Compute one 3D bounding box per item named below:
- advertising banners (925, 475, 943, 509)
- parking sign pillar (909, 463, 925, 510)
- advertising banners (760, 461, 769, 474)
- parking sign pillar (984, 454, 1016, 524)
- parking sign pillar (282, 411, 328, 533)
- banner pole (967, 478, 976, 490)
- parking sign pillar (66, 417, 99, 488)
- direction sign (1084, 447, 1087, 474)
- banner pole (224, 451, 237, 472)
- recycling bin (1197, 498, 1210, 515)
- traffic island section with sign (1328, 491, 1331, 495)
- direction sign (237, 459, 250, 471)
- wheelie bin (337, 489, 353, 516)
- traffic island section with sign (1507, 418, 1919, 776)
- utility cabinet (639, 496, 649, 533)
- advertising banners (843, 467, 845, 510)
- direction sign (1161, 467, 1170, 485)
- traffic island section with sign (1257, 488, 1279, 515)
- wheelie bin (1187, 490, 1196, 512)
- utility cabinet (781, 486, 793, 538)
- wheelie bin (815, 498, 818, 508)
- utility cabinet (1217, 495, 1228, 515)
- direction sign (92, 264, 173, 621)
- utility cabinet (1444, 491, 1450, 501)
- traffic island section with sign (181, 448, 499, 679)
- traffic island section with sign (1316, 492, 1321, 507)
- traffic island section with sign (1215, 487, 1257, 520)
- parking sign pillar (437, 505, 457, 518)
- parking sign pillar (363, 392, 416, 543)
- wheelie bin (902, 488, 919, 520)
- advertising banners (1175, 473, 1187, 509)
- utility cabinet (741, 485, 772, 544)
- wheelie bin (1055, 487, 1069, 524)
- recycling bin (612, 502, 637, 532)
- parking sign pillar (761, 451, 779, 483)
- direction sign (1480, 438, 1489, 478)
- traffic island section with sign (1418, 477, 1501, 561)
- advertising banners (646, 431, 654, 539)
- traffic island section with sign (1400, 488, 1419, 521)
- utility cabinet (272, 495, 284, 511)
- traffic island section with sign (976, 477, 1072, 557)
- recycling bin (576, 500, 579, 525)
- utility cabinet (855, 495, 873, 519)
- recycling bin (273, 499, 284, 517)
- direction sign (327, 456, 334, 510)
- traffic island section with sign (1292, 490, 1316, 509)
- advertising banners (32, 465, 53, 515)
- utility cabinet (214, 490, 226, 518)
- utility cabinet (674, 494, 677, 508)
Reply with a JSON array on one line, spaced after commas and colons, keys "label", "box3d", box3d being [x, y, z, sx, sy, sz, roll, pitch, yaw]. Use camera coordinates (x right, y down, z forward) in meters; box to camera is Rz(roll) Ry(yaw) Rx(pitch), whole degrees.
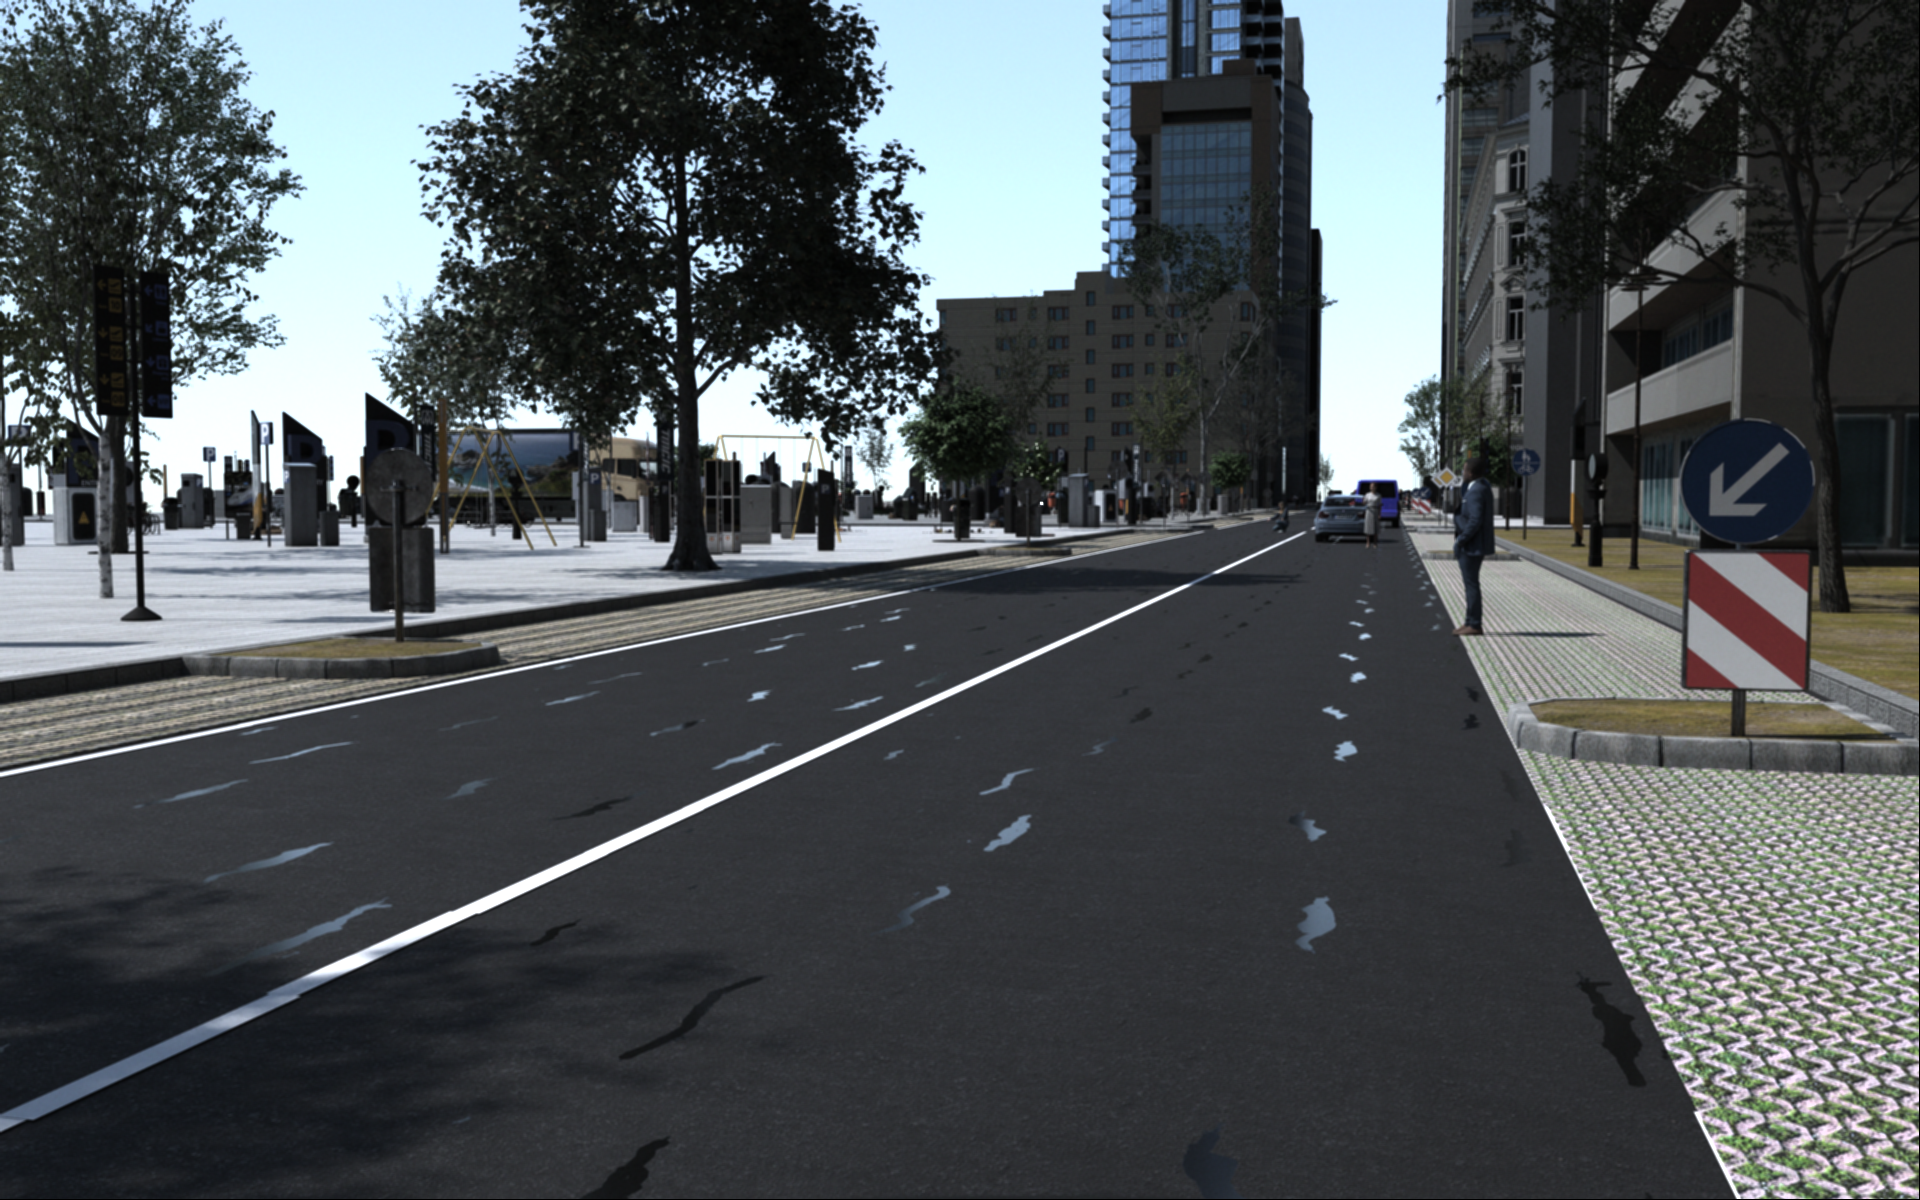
[{"label": "advertising banners", "box3d": [-2.114, -9.059, 144.303, 2.074, 3.025, 0.090, -3, 5, -43]}, {"label": "parking sign pillar", "box3d": [-3.212, -8.671, 130.241, 1.447, 3.967, 1.447, 3, 5, 41]}, {"label": "advertising banners", "box3d": [-9.827, -5.934, 93.215, 2.074, 3.025, 0.090, -2, 4, -31]}, {"label": "parking sign pillar", "box3d": [1.770, -5.340, 75.776, 1.447, 3.967, 1.447, -2, 4, -24]}, {"label": "parking sign pillar", "box3d": [-21.511, -4.186, 56.909, 1.447, 3.967, 1.447, 3, 5, 44]}, {"label": "banner pole", "box3d": [0.787, -8.356, 126.640, 0.863, 3.779, 0.401, 0, 4, 7]}, {"label": "parking sign pillar", "box3d": [-30.679, -4.430, 60.907, 1.447, 3.967, 1.447, -1, 4, -20]}, {"label": "direction sign", "box3d": [6.115, -5.641, 84.235, 0.379, 3.537, 0.876, 1, 4, 10]}, {"label": "banner pole", "box3d": [-42.015, -6.724, 99.953, 0.863, 3.779, 0.401, -2, 4, -35]}, {"label": "recycling bin", "box3d": [15.079, -5.788, 107.186, 0.722, 1.027, 0.722, 1, 4, 16]}, {"label": "traffic island section with sign", "box3d": [60.005, -16.376, 276.367, 1.989, 1.847, 2.006, 1, 4, 14]}, {"label": "direction sign", "box3d": [-46.876, -7.425, 113.402, 0.876, 3.537, 0.379, 1, 4, 12]}, {"label": "wheelie bin", "box3d": [-35.696, -5.678, 100.748, 0.693, 1.594, 0.980, 2, 4, 32]}, {"label": "traffic island section with sign", "box3d": [4.198, -0.075, 9.856, 1.989, 1.847, 2.006, 1, 4, 14]}, {"label": "utility cabinet", "box3d": [-10.453, -2.843, 57.637, 0.306, 1.237, 1.020, -1, 4, -18]}, {"label": "advertising banners", "box3d": [-7.611, -7.192, 113.769, 0.090, 3.025, 2.074, 0, 4, -6]}, {"label": "direction sign", "box3d": [17.482, -9.514, 147.546, 0.876, 3.537, 0.379, 3, 5, 39]}, {"label": "traffic island section with sign", "box3d": [21.593, -6.894, 121.336, 1.989, 1.847, 2.006, 1, 4, 14]}, {"label": "wheelie bin", "box3d": [16.203, -6.931, 121.226, 0.693, 1.594, 0.980, 0, 4, 6]}, {"label": "utility cabinet", "box3d": [-5.008, -2.536, 50.140, 0.318, 1.500, 1.173, 0, 4, -4]}, {"label": "wheelie bin", "box3d": [-11.323, -7.715, 134.042, 0.980, 1.594, 0.693, -1, 4, -19]}, {"label": "utility cabinet", "box3d": [16.014, -5.770, 105.496, 0.306, 1.237, 1.020, 2, 4, 31]}, {"label": "direction sign", "box3d": [-8.340, -1.562, 17.537, 0.379, 3.537, 0.876, 2, 4, 26]}, {"label": "utility cabinet", "box3d": [33.089, -6.603, 116.636, 1.173, 1.500, 0.318, -2, 4, -35]}, {"label": "traffic island section with sign", "box3d": [-4.940, -0.346, 14.283, 1.989, 1.847, 2.006, 1, 4, 14]}, {"label": "traffic island section with sign", "box3d": [40.072, -11.452, 195.872, 1.989, 1.847, 2.006, 1, 4, 14]}, {"label": "traffic island section with sign", "box3d": [15.046, -5.278, 94.918, 1.989, 1.847, 2.006, 1, 4, 14]}, {"label": "parking sign pillar", "box3d": [-27.505, -6.418, 93.402, 1.447, 3.967, 1.447, 1, 4, 13]}, {"label": "parking sign pillar", "box3d": [-15.029, -3.502, 45.734, 1.447, 3.967, 1.447, 0, 4, -4]}, {"label": "wheelie bin", "box3d": [-2.416, -4.684, 84.483, 0.693, 1.594, 0.980, -3, 4, -36]}, {"label": "advertising banners", "box3d": [18.908, -9.241, 147.272, 2.074, 3.025, 0.090, -3, 5, -43]}, {"label": "utility cabinet", "box3d": [-5.377, -2.151, 43.844, 1.173, 1.500, 0.318, 0, 4, -2]}, {"label": "wheelie bin", "box3d": [4.527, -4.105, 75.024, 0.693, 1.594, 0.980, 1, 4, 22]}, {"label": "recycling bin", "box3d": [-11.356, -2.819, 58.648, 0.722, 1.027, 0.722, 0, 4, 2]}, {"label": "parking sign pillar", "box3d": [-11.999, -7.385, 109.218, 1.447, 3.967, 1.447, 3, 5, 44]}, {"label": "direction sign", "box3d": [21.102, -4.757, 69.776, 0.379, 3.537, 0.876, 3, 5, 39]}, {"label": "traffic island section with sign", "box3d": [11.150, -1.793, 37.948, 1.989, 1.847, 2.006, 1, 4, 14]}, {"label": "advertising banners", "box3d": [-8.829, -3.257, 49.434, 0.090, 3.025, 2.074, 0, 4, -4]}, {"label": "traffic island section with sign", "box3d": [24.408, -5.066, 91.462, 1.989, 1.847, 2.006, 1, 4, 14]}, {"label": "utility cabinet", "box3d": [-39.123, -5.425, 99.856, 1.020, 1.237, 0.306, -1, 4, -21]}, {"label": "traffic island section with sign", "box3d": [1.555, -1.946, 40.447, 1.989, 1.847, 2.006, 1, 4, 14]}, {"label": "recycling bin", "box3d": [-15.428, -3.596, 71.341, 0.722, 1.027, 0.722, -1, 4, -9]}, {"label": "utility cabinet", "box3d": [-4.899, -4.745, 88.748, 1.020, 1.237, 0.306, -3, 5, -44]}, {"label": "recycling bin", "box3d": [-37.532, -5.085, 95.692, 0.722, 1.027, 0.722, -1, 4, -15]}, {"label": "direction sign", "box3d": [-37.170, -6.729, 102.016, 0.876, 3.537, 0.379, 2, 4, 33]}, {"label": "traffic island section with sign", "box3d": [33.577, -9.852, 169.708, 1.989, 1.847, 2.006, 1, 4, 14]}, {"label": "advertising banners", "box3d": [-55.659, -6.642, 104.791, 0.090, 3.025, 2.074, 2, 4, 31]}, {"label": "utility cabinet", "box3d": [-43.076, -5.679, 101.527, 1.173, 1.500, 0.318, -2, 4, -31]}, {"label": "utility cabinet", "box3d": [-20.559, -7.247, 127.162, 0.318, 1.500, 1.173, 2, 4, 31]}]
